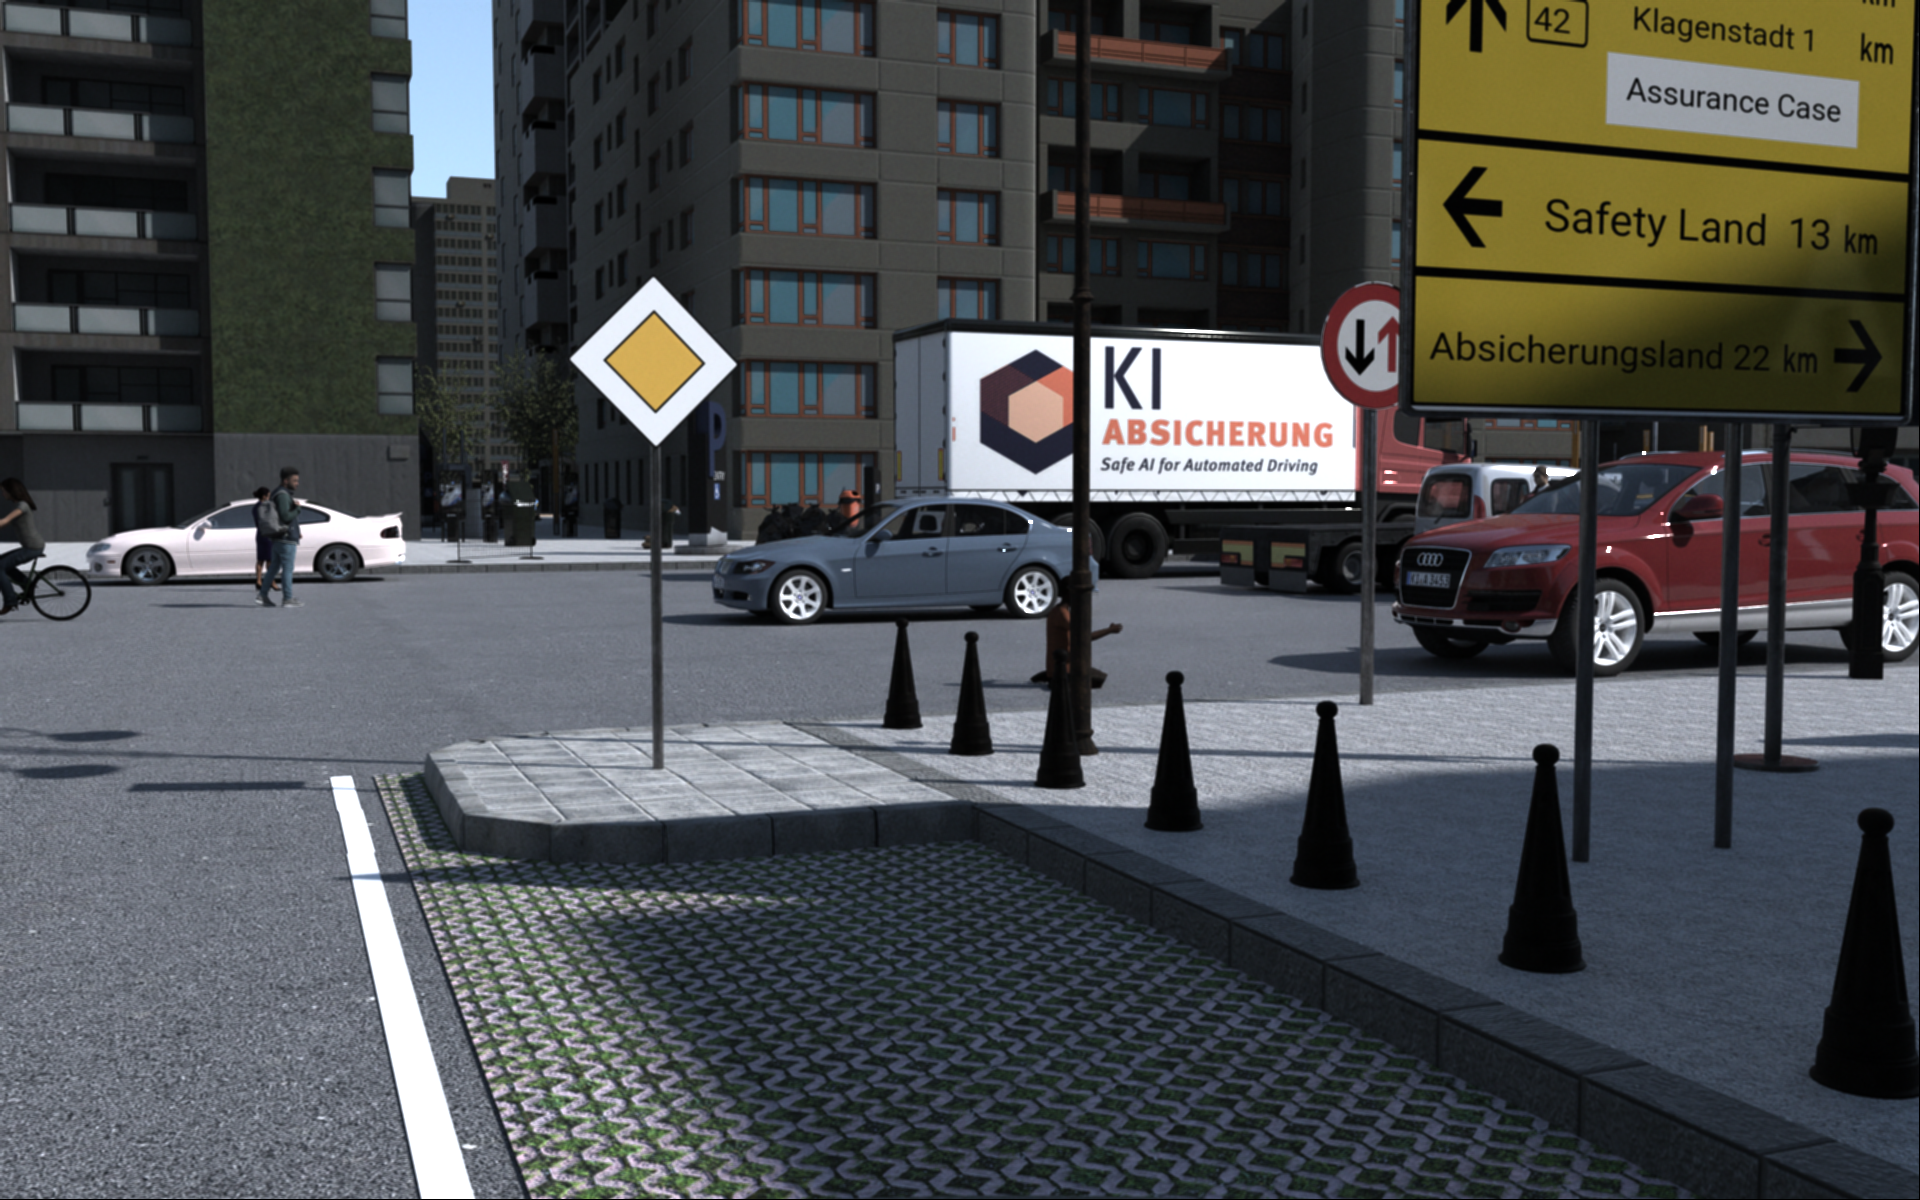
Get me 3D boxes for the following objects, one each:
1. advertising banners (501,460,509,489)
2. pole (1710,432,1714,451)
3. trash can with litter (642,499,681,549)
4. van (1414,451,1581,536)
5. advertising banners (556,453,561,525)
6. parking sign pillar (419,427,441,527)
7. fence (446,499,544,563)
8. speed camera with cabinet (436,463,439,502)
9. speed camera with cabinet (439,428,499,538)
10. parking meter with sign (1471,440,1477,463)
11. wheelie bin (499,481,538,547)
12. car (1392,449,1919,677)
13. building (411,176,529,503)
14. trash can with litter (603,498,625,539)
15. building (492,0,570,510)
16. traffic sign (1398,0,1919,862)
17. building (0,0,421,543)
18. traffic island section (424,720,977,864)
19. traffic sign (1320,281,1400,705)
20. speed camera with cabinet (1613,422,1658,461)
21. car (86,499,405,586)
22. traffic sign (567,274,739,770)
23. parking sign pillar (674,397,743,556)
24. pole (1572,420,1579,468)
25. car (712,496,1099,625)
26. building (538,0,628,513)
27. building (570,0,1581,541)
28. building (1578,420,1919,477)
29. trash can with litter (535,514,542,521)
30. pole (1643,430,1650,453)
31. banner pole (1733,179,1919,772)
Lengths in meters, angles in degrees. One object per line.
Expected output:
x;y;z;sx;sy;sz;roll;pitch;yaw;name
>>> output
-22.893;-5.708;89.506;0.090;3.025;2.074;2;4;35;advertising banners
24.574;-3.852;56.826;0.158;3.312;0.155;0;3;0;pole
-7.037;-1.790;40.653;0.624;1.170;1.055;1;4;14;trash can with litter
8.315;-1.035;23.927;4.112;2.044;2.013;-1;4;-20;van
-16.795;-4.654;72.279;0.090;3.025;2.074;0;4;-4;advertising banners
-20.901;-4.814;67.185;1.447;3.967;1.447;-3;5;-40;parking sign pillar
-8.897;-1.345;33.195;0.480;1.192;2.264;2;4;25;fence
-23.708;-5.318;81.281;2.038;3.252;0.660;3;5;41;speed camera with cabinet
-15.266;-3.658;54.150;0.660;3.252;2.038;1;4;21;speed camera with cabinet
17.385;-3.663;56.156;1.738;3.016;0.543;0;4;-6;parking meter with sign
-10.871;-2.116;42.512;0.980;1.594;0.693;-3;5;-43;wheelie bin
6.199;-0.389;15.028;5.304;1.827;2.281;-1;4;-22;car
-60.378;-32.017;215.366;23.993;40.220;32.217;-1;4;-22;building
-10.024;-2.375;50.223;0.624;1.170;1.055;-1;4;-13;trash can with litter
-22.377;-33.720;140.568;28.713;52.752;27.495;-1;4;-22;building
2.476;-0.746;6.072;2.265;3.308;0.079;-1;4;-21;traffic sign
-23.754;-22.425;50.247;14.086;41.232;14.154;-1;4;-22;building
-1.392;0.867;8.108;2.009;0.180;2.903;-1;4;-22;traffic island section
2.479;-0.635;10.488;0.768;2.556;0.104;-1;4;-21;traffic sign
17.893;-3.192;46.531;2.038;3.252;0.660;2;4;26;speed camera with cabinet
-11.585;-0.973;28.267;4.827;1.381;2.083;-1;4;-21;car
-1.411;-0.268;8.022;0.795;2.450;0.064;-1;4;-22;traffic sign
-5.355;-2.952;36.741;1.447;3.967;1.447;1;4;11;parking sign pillar
15.585;-3.062;43.909;0.158;3.312;0.155;0;3;0;pole
-0.627;-0.498;20.148;4.499;1.417;2.014;-1;4;-20;car
-16.663;-41.416;115.409;20.563;71.187;20.611;-1;4;-22;building
2.320;-13.457;65.062;28.899;21.520;27.650;-1;4;-22;building
34.086;-27.561;74.320;21.600;48.544;21.300;-1;4;-22;building
-20.563;-4.376;82.933;0.624;1.170;1.055;2;4;33;trash can with litter
21.859;-3.755;55.239;0.158;3.312;0.155;0;3;0;pole
4.043;-1.097;7.961;0.863;3.779;0.401;2;4;25;banner pole
